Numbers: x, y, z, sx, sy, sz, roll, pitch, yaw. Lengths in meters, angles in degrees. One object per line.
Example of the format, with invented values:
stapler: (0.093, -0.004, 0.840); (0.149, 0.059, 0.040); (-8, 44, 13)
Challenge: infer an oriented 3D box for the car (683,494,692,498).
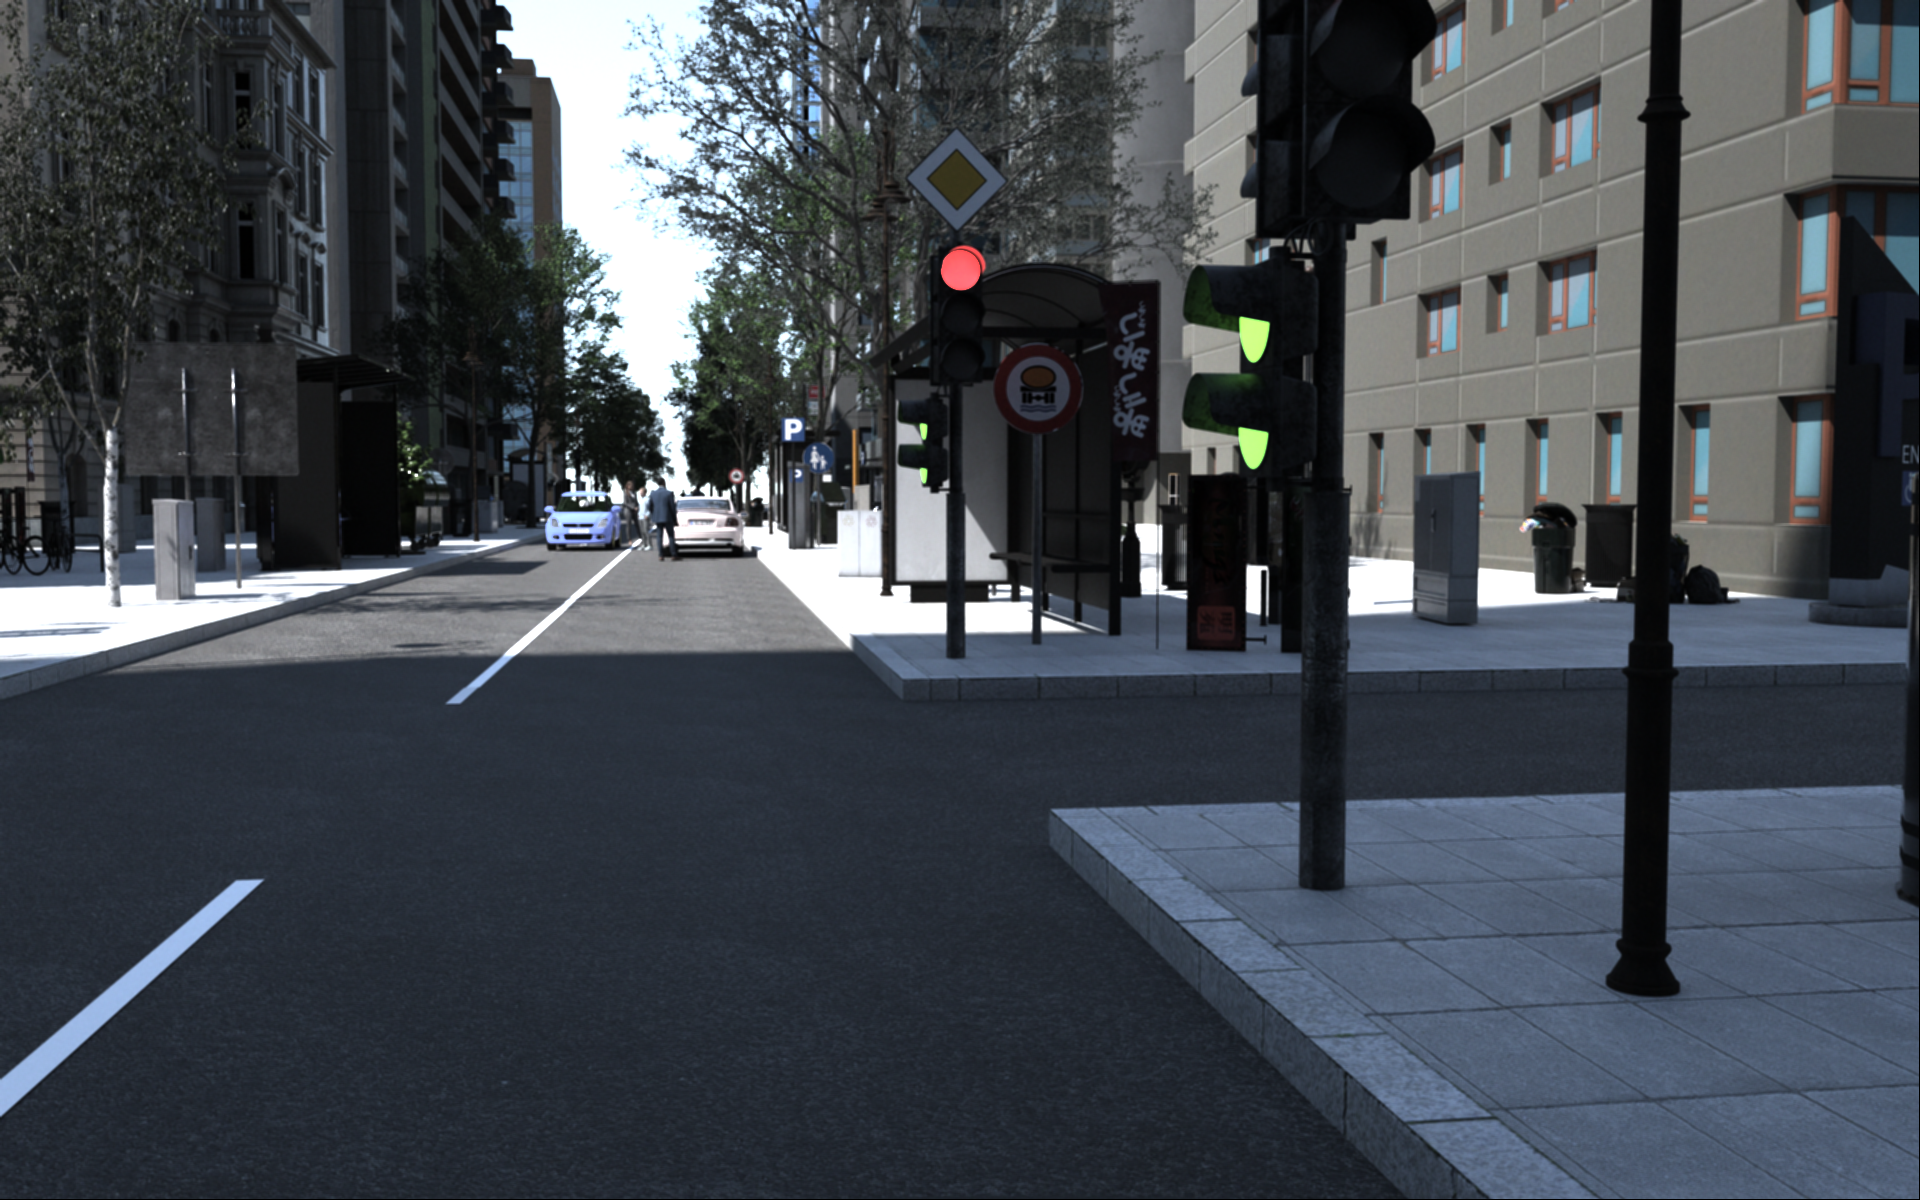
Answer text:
car: (-17.588, -6.280, 114.483); (2.131, 1.459, 4.920); (0, 4, -7)

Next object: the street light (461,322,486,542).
street light: (-13.066, -4.517, 46.636); (0.468, 5.910, 1.993); (-1, 4, -9)

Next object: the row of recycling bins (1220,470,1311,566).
row of recycling bins: (5.576, -1.498, 31.597); (1.069, 1.692, 3.534); (-1, 4, -22)

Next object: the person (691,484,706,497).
person: (-10.302, -3.634, 67.899); (0.794, 1.824, 0.713); (1, 4, 8)

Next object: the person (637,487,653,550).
person: (-8.092, -2.085, 44.393); (0.330, 1.601, 0.589); (-2, 4, -32)

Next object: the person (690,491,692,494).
person: (-22.644, -8.368, 146.028); (1.217, 1.735, 0.721); (1, 4, 13)

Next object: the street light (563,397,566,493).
street light: (-18.112, -6.517, 79.339); (0.468, 5.910, 1.993); (-1, 4, -9)

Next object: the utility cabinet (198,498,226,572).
utility cabinet: (-12.547, -1.093, 29.034); (0.306, 1.237, 1.020); (-1, 4, -14)

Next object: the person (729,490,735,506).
person: (-21.825, -9.655, 166.363); (1.348, 1.823, 0.705); (3, 5, 43)

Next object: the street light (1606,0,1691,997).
street light: (1.776, -1.929, 4.326); (0.468, 5.910, 1.993); (-1, 4, -9)

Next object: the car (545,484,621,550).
car: (-9.798, -2.178, 45.201); (1.945, 1.707, 3.694); (0, 4, -7)

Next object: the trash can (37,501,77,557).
trash can: (-18.570, -1.468, 35.654); (0.748, 1.137, 0.748); (0, 3, 0)

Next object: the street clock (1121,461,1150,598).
street clock: (2.127, -1.037, 21.519); (0.358, 2.002, 0.471); (-3, 4, -37)

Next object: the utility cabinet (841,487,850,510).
utility cabinet: (-3.882, -2.763, 53.856); (0.318, 1.500, 1.173); (3, 4, 38)

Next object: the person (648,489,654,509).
person: (-24.545, -7.933, 138.210); (1.348, 1.823, 0.705); (-3, 5, -44)

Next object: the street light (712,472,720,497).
street light: (-25.235, -12.633, 179.337); (0.468, 5.910, 1.993); (-1, 4, -9)

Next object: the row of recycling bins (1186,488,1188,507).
row of recycling bins: (7.881, -2.653, 50.494); (1.069, 1.692, 3.534); (-2, 4, -32)

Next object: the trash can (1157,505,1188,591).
trash can: (3.008, -0.707, 23.213); (0.748, 1.137, 0.748); (0, 3, 0)

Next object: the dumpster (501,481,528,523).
dumpster: (-19.193, -4.235, 75.007); (1.264, 1.857, 1.865); (-1, 4, -9)

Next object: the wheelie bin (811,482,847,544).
wheelie bin: (-3.395, -2.237, 44.484); (0.980, 1.594, 0.693); (-3, 4, -37)

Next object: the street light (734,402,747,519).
street light: (-11.013, -7.012, 87.438); (0.468, 5.910, 1.993); (-1, 4, -9)

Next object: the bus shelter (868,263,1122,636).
bus shelter: (0.328, -1.468, 17.926); (2.014, 3.302, 5.546); (-1, 4, -9)

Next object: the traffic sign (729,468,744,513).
traffic sign: (-11.024, -5.225, 85.534); (0.768, 2.556, 0.104); (0, 4, -2)

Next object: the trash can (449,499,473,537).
trash can: (-14.932, -2.455, 51.785); (0.748, 1.137, 0.748); (0, 3, 0)

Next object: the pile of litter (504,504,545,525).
pile of litter: (-18.322, -3.584, 72.570); (1.719, 0.858, 1.176); (1, 4, 10)

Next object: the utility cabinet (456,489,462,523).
utility cabinet: (-21.860, -4.049, 74.877); (0.318, 1.500, 1.173); (0, 4, 1)

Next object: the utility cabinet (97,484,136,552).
utility cabinet: (-18.517, -1.796, 38.049); (1.173, 1.500, 0.318); (3, 5, 41)

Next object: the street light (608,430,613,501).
street light: (-24.492, -9.085, 121.322); (0.468, 5.910, 1.993); (-1, 4, -9)

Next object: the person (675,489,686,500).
person: (-20.440, -7.305, 127.956); (1.348, 1.822, 0.705); (-1, 4, -21)

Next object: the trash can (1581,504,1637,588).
trash can: (8.928, -0.744, 23.825); (0.748, 1.137, 0.748); (0, 3, 0)

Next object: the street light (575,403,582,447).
street light: (-19.429, -7.056, 88.159); (0.468, 5.910, 1.993); (-1, 4, -9)

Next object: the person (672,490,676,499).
person: (-31.510, -11.143, 190.619); (0.705, 1.831, 1.348); (-2, 4, -32)

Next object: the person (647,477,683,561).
person: (-6.337, -1.742, 37.159); (0.721, 1.800, 0.419); (0, 4, 1)

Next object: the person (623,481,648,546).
person: (-8.956, -2.380, 47.694); (0.573, 1.790, 0.520); (1, 4, 23)

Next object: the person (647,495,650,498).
person: (-22.587, -7.118, 124.755); (0.599, 1.838, 0.709); (-2, 4, -29)

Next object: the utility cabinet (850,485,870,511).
utility cabinet: (-2.312, -1.955, 40.641); (0.318, 1.500, 1.173); (0, 4, -7)

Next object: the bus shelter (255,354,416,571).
bus shelter: (-11.379, -2.487, 31.941); (1.731, 3.624, 6.357); (-1, 4, -9)

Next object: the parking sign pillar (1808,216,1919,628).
parking sign pillar: (9.241, -1.752, 17.111); (1.447, 3.967, 1.447); (-2, 4, -28)

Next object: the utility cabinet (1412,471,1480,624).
utility cabinet: (4.862, -0.533, 17.401); (0.318, 1.500, 1.173); (0, 4, -2)

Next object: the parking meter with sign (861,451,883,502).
parking meter with sign: (-3.137, -4.580, 71.150); (1.738, 3.016, 0.543); (-1, 4, -15)

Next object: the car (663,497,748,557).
car: (-6.031, -1.740, 40.805); (2.083, 1.381, 4.827); (0, 4, -7)

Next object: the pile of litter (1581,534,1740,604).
pile of litter: (8.345, -0.406, 20.608); (1.719, 0.858, 1.176); (2, 4, 26)

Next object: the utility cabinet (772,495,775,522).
utility cabinet: (-8.312, -4.259, 80.799); (1.020, 1.237, 0.306); (-2, 4, -28)

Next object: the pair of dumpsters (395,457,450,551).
pair of dumpsters: (-13.039, -2.331, 40.610); (1.574, 2.255, 4.437); (-1, 4, -9)

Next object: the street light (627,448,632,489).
street light: (-29.731, -11.135, 154.851); (0.468, 5.910, 1.993); (-1, 4, -9)

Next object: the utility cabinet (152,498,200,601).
utility cabinet: (-9.648, -0.620, 21.299); (0.306, 1.237, 1.020); (-1, 4, -14)

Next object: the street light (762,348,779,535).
street light: (-5.993, -5.014, 54.763); (0.468, 5.910, 1.993); (-1, 4, -9)

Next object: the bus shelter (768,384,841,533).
bus shelter: (-5.569, -5.089, 60.838); (2.179, 5.291, 8.768); (-1, 4, -9)

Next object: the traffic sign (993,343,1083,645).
traffic sign: (0.657, -0.894, 14.724); (0.768, 2.556, 0.104); (0, 4, -4)

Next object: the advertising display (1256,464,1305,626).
advertising display: (3.179, -0.730, 17.157); (0.123, 1.923, 0.974); (2, 4, 32)

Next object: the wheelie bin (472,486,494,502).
wheelie bin: (-17.859, -3.475, 64.725); (0.980, 1.594, 0.693); (0, 4, -3)

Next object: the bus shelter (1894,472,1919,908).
bus shelter: (3.759, -1.448, 1.302); (2.179, 5.291, 8.768); (-1, 4, -9)

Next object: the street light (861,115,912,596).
street light: (-0.925, -2.988, 21.640); (0.468, 5.910, 1.993); (-1, 4, -9)

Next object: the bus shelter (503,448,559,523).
bus shelter: (-19.652, -5.240, 79.603); (2.014, 3.302, 5.546); (-1, 4, -9)

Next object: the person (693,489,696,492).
person: (-13.104, -4.658, 85.667); (0.512, 1.701, 0.522); (3, 5, 39)

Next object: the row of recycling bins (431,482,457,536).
row of recycling bins: (-16.415, -2.873, 54.089); (1.069, 1.692, 3.534); (0, 4, -8)

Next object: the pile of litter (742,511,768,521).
pile of litter: (-9.916, -4.296, 84.201); (1.719, 0.858, 1.176); (-1, 4, -22)

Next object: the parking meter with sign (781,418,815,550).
parking meter with sign: (-3.726, -2.700, 40.403); (0.543, 3.016, 1.738); (0, 4, 5)

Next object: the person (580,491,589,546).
person: (-10.321, -2.233, 47.610); (0.503, 1.515, 0.523); (1, 4, 21)
